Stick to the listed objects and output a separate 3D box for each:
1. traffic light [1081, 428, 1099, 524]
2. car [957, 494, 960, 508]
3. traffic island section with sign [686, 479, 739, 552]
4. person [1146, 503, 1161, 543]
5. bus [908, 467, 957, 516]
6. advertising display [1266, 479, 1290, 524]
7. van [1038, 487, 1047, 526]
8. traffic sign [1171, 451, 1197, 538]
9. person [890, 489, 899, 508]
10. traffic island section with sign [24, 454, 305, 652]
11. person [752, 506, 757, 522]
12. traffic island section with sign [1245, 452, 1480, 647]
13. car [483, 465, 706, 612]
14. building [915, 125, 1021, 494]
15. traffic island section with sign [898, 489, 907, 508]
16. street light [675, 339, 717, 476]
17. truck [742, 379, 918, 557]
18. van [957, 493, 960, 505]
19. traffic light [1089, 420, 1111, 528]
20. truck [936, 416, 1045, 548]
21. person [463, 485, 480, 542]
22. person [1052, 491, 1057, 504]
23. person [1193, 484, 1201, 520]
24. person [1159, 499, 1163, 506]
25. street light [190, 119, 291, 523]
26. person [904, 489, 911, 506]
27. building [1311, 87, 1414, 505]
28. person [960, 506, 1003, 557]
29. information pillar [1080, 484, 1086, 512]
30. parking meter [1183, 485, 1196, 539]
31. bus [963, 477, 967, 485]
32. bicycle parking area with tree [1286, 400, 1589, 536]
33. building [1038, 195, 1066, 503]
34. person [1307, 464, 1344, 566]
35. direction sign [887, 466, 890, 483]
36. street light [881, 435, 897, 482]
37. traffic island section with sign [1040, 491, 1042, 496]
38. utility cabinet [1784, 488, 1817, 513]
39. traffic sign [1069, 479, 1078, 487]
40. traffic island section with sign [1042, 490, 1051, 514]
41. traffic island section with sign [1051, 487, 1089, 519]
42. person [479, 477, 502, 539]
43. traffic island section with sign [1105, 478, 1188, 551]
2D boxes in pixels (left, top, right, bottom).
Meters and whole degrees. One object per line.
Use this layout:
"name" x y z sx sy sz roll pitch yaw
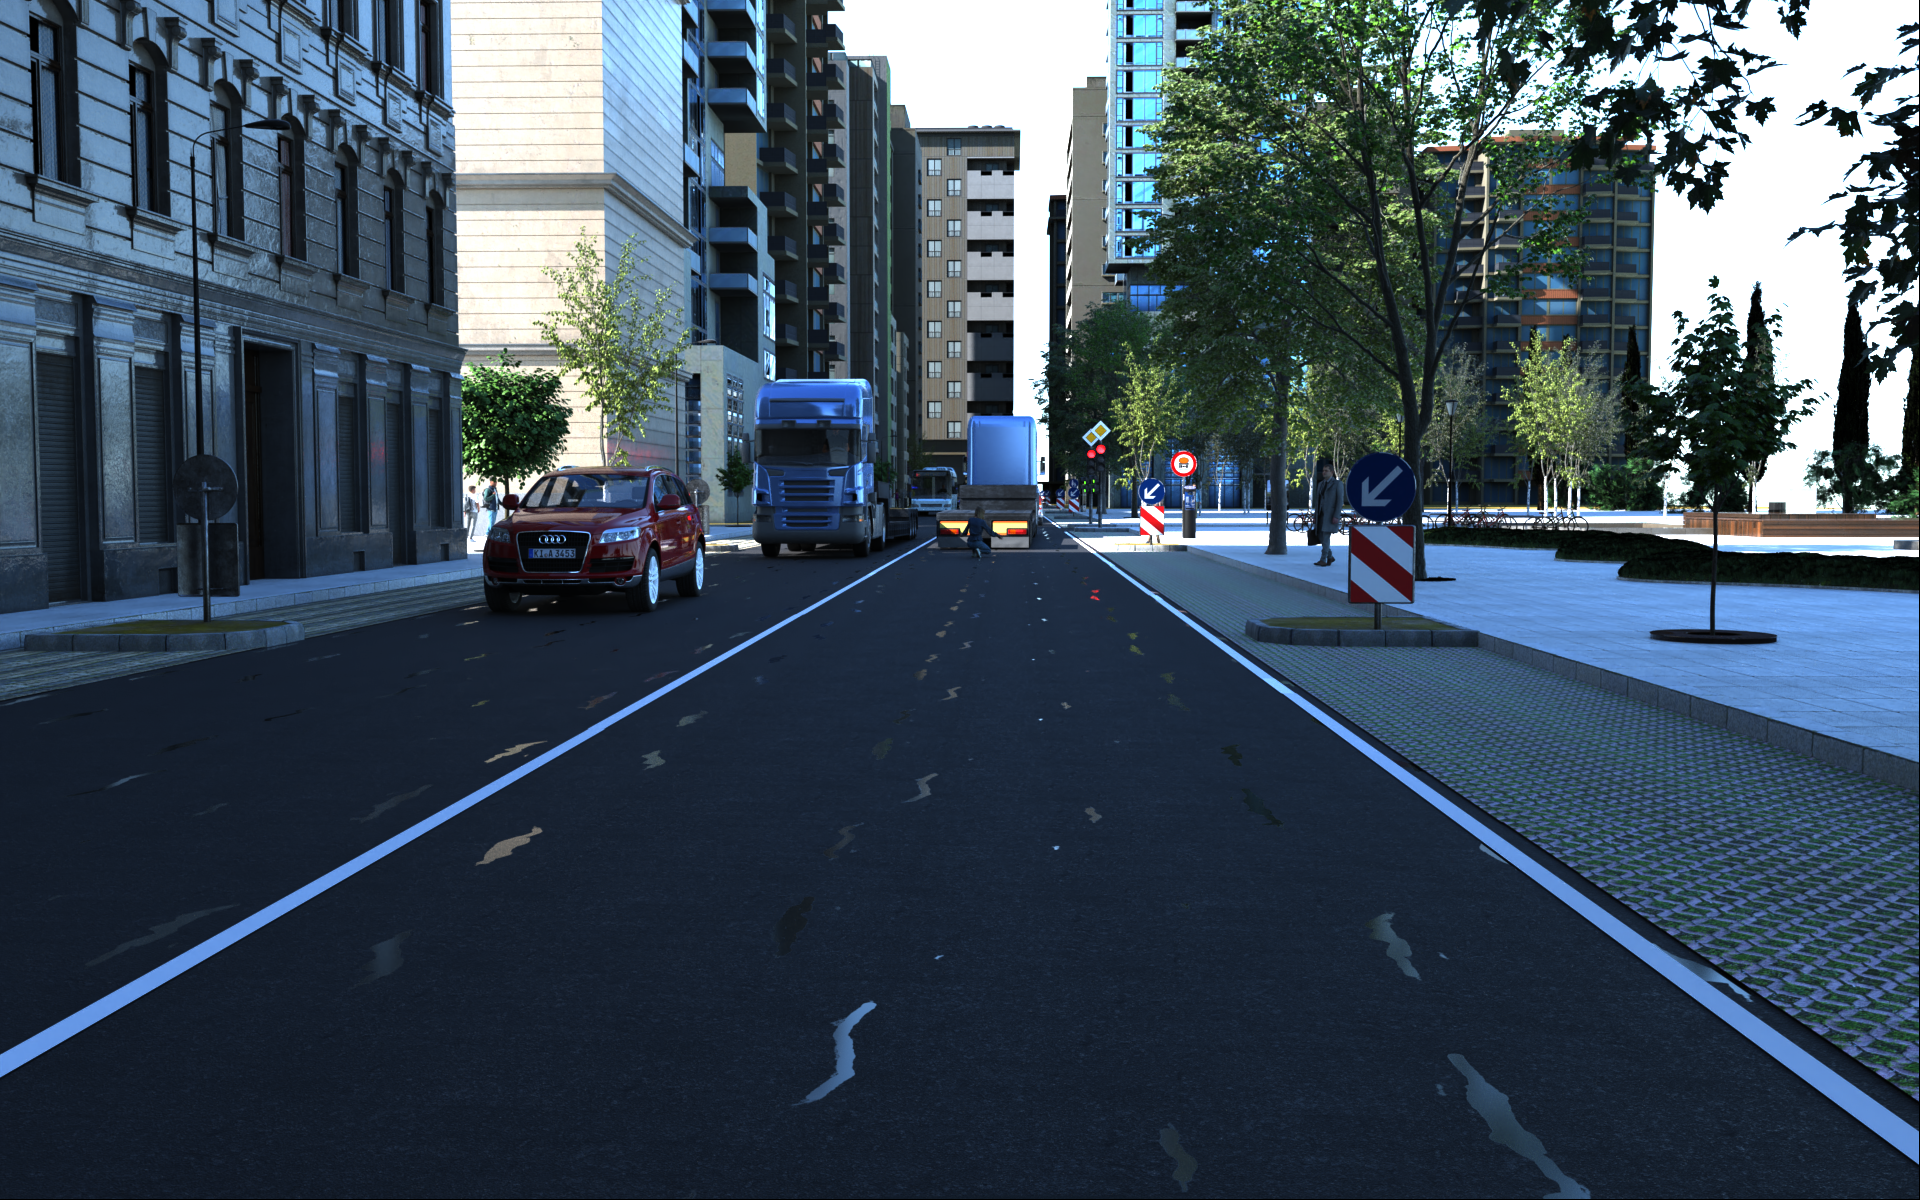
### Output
"traffic light" 5.578 -5.204 74.010 0.839 4.253 0.868 0 4 2
"car" 0.421 -10.059 174.247 2.009 1.686 4.222 0 4 0
"traffic island section with sign" -6.635 -2.135 43.539 1.989 1.847 2.006 0 4 2
"person" 5.291 -2.114 47.335 0.475 1.303 0.640 3 5 44
"bus" -1.663 -7.363 115.249 2.948 3.499 13.247 0 4 2
"advertising display" 13.428 -4.159 73.216 0.974 1.923 0.123 0 4 8
"van" 3.005 -4.454 79.841 2.013 2.044 4.112 0 4 3
"traffic sign" 6.586 -3.114 51.013 0.768 2.556 0.104 1 4 9
"person" -5.904 -9.491 161.908 1.217 1.739 0.721 0 4 0
"traffic island section with sign" -7.463 -0.487 16.597 1.989 1.847 2.006 0 4 2
"person" -8.958 -4.371 77.361 0.661 1.843 0.795 2 4 31
"traffic island section with sign" 3.879 -0.517 17.084 1.989 1.847 2.006 0 4 2
"car" -4.685 -0.864 22.792 2.281 1.827 5.304 0 4 2
"building" -3.031 -40.238 247.126 27.495 52.752 28.713 0 4 2
"traffic island section with sign" -4.103 -7.199 126.329 1.989 1.847 2.006 0 4 2
"street light" -7.992 -4.870 52.167 1.470 5.913 1.316 0 4 2
"truck" -2.967 -3.463 46.373 2.967 4.110 18.799 0 4 2
"van" 0.909 -9.205 154.884 2.240 2.365 5.245 0 4 1
"traffic light" 5.333 -4.716 66.029 0.839 4.253 0.868 0 4 2
"truck" 1.117 -3.918 53.814 2.967 4.110 18.799 0 4 3
"person" -13.139 -2.311 46.428 0.503 1.515 0.523 -2 4 -23
"person" 12.206 -13.079 220.603 1.217 1.735 0.721 -3 5 -40
"person" 11.467 -4.789 84.683 0.601 1.785 0.444 1 4 12
"person" 13.844 -6.920 119.524 0.599 1.781 0.374 -1 4 -22
"street light" -8.988 -3.002 21.632 1.470 5.913 1.316 0 4 2
"person" -5.118 -10.556 178.618 1.348 1.826 0.705 2 4 33
"building" 43.533 -35.935 211.242 21.600 48.544 21.300 0 4 2
"person" 0.371 -1.559 39.483 1.012 1.151 0.738 2 4 31
"information pillar" 8.828 -7.309 123.997 0.304 2.012 0.304 -2 4 -30
"parking meter" 6.636 -2.547 50.056 0.372 1.533 0.369 0 3 0
"bus" 1.986 -13.702 215.568 2.896 3.916 12.252 0 4 2
"bicycle parking area with tree" 15.018 -4.188 55.472 9.016 4.147 8.231 1 4 11
"building" 25.084 -36.054 244.104 28.867 44.769 22.147 0 4 2
"person" 6.489 -1.508 30.795 0.767 1.812 0.694 -3 4 -36
"direction sign" -5.815 -9.091 140.628 0.379 3.537 0.876 1 4 9
"street light" -5.648 -10.053 136.914 1.470 5.913 1.316 0 4 2
"traffic island section with sign" 8.772 -10.275 176.622 1.989 1.847 2.006 0 4 2
"utility cabinet" 32.088 -3.517 66.176 1.173 1.500 0.318 -1 4 -10
"traffic sign" 9.442 -8.790 143.824 0.768 2.556 0.104 0 4 7
"traffic island section with sign" 7.259 -7.262 127.368 1.989 1.847 2.006 0 4 2
"traffic island section with sign" 6.396 -5.546 99.300 1.989 1.847 2.006 0 4 2
"person" -13.073 -2.571 48.420 0.721 1.781 0.623 0 4 -2
"traffic island section with sign" 4.706 -2.165 44.027 1.989 1.847 2.006 0 4 2
